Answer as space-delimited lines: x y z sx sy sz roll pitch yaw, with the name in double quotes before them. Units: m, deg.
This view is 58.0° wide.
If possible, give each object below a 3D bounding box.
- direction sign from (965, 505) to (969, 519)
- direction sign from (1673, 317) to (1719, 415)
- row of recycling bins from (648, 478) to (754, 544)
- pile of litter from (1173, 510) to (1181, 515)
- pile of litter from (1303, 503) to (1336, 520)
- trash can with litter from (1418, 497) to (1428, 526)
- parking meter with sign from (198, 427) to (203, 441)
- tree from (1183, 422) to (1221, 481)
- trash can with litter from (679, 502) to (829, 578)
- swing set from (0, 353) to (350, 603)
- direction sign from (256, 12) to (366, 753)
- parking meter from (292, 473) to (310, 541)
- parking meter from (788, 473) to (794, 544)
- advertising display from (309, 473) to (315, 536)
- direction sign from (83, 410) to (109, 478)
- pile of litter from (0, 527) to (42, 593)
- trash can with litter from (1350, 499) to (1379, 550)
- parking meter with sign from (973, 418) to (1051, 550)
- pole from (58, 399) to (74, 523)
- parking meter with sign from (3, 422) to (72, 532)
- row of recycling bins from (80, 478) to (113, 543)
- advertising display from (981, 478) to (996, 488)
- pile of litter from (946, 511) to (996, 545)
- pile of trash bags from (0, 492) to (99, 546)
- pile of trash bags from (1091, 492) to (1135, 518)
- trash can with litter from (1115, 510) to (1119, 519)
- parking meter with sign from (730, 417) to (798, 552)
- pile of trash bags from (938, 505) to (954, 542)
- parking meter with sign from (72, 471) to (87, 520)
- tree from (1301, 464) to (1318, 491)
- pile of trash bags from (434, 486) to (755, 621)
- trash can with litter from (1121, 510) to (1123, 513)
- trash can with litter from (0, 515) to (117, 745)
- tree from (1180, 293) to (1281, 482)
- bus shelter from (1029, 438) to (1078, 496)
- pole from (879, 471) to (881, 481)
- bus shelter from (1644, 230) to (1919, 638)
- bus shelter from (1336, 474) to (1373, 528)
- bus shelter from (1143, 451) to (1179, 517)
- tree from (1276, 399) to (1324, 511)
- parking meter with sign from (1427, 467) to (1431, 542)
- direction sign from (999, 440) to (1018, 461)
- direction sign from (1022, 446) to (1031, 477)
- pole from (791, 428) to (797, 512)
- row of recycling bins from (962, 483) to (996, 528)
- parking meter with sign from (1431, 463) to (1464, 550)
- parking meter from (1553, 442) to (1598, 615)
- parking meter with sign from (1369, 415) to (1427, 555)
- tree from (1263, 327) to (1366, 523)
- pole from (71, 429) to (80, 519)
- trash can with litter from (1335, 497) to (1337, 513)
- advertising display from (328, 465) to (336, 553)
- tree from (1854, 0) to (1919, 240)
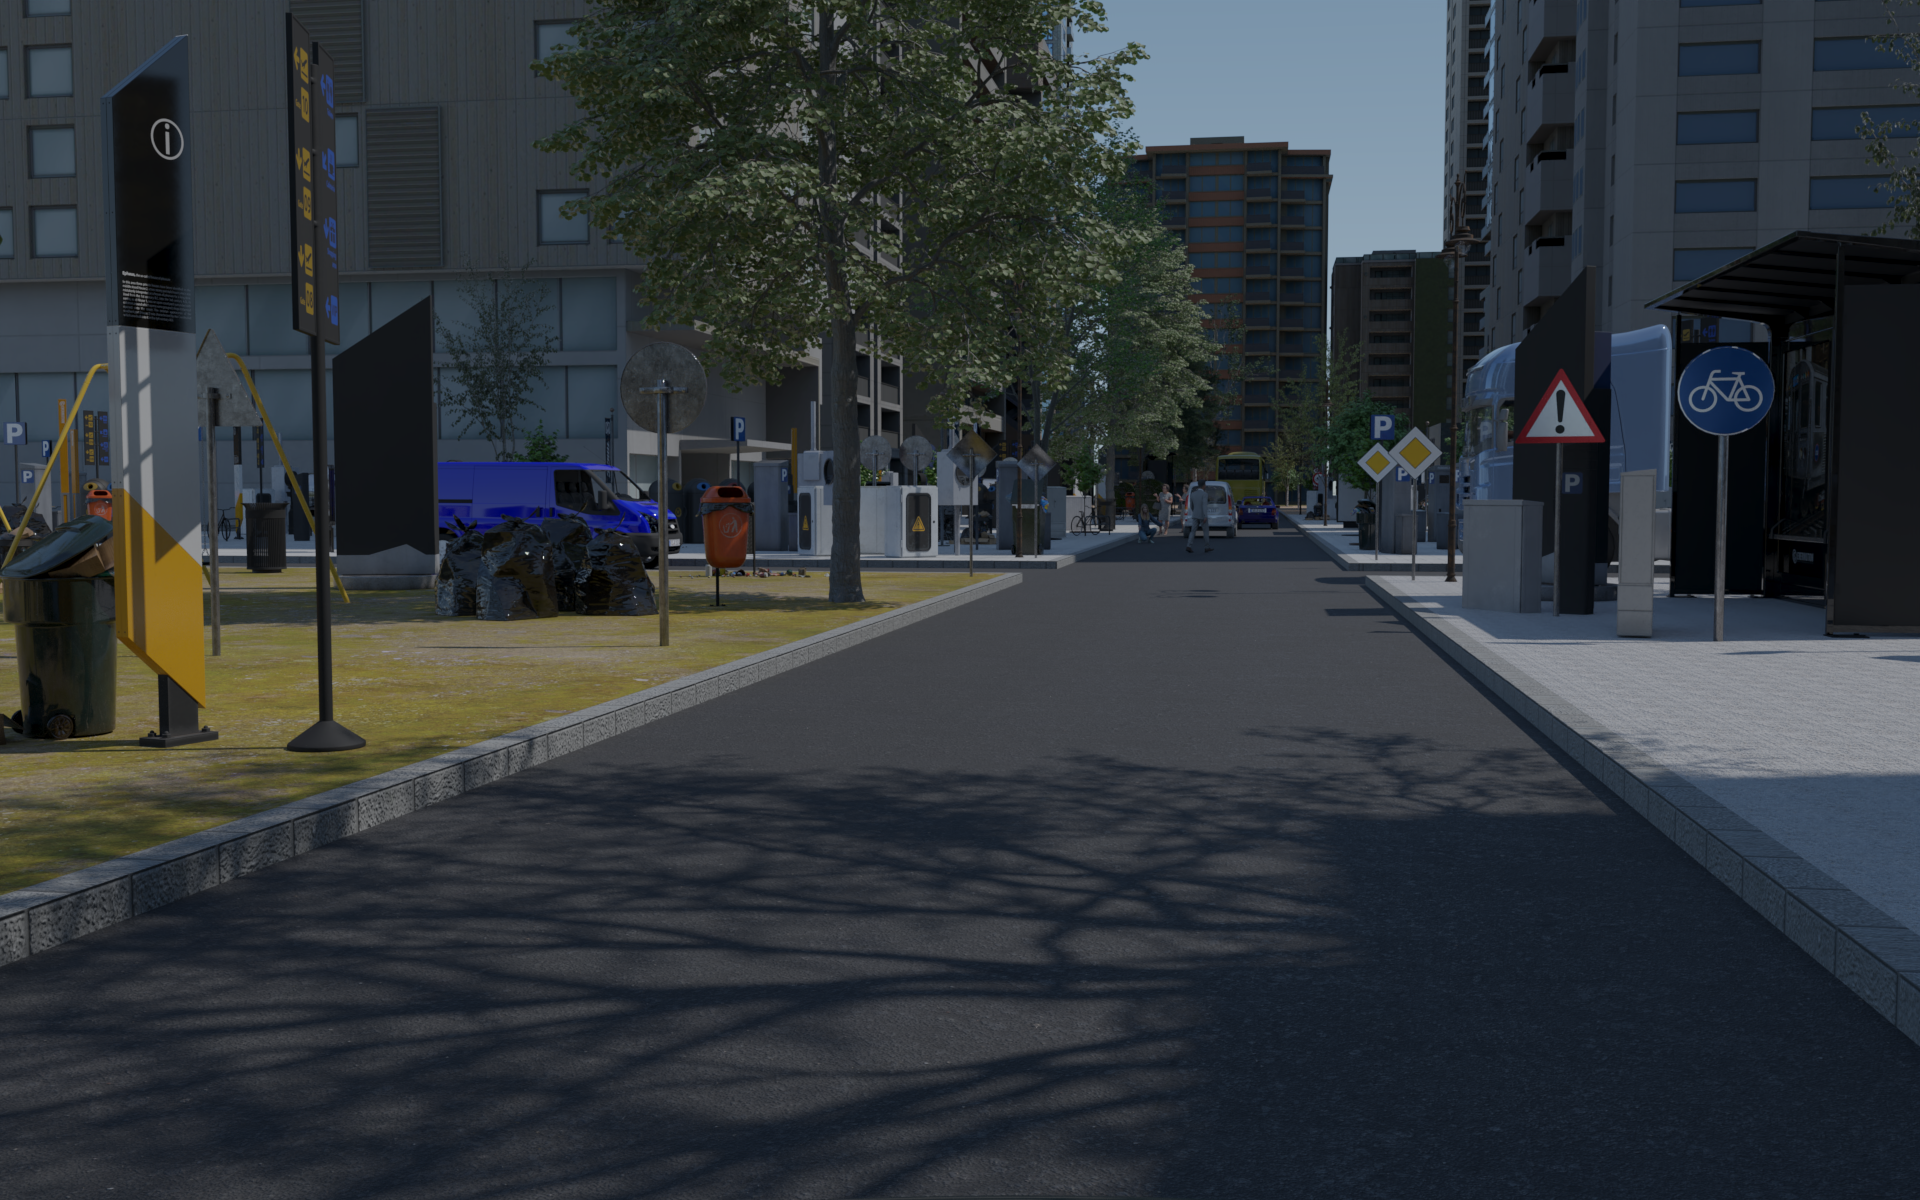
"direction sign" 0.441 -6.041 90.763 0.379 3.537 0.876 -1 4 -12
"direction sign" 9.506 -1.862 22.442 0.379 3.537 0.876 -1 4 -12
"row of recycling bins" -6.386 -2.320 45.052 3.534 1.692 1.069 -2 4 -29
"pile of litter" 13.304 -5.790 108.637 1.176 0.858 1.719 1 4 20
"pile of litter" 17.648 -4.337 84.872 1.719 0.858 1.176 1 4 10
"trash can with litter" 18.218 -3.487 68.398 0.624 1.170 1.055 -2 4 -28
"parking meter with sign" -17.590 -2.649 39.567 0.543 3.016 1.738 -2 4 -25
"tree" 24.749 -13.752 175.204 4.360 8.622 3.978 0 3 0
"trash can with litter" -3.099 -0.969 26.894 2.233 1.210 1.678 1 4 13
"swing set" -9.098 -1.369 20.005 3.119 2.851 2.862 3 4 36
"direction sign" -3.209 -1.020 8.669 0.379 3.537 0.876 0 4 -8
"parking meter" -18.007 -2.545 47.318 0.399 1.863 0.255 1 4 19
"parking meter" -4.365 -2.290 43.154 0.399 1.863 0.255 -3 4 -37
"advertising display" -19.423 -2.917 52.899 0.974 1.923 0.123 0 4 1
"direction sign" -23.514 -3.377 47.212 0.379 3.537 0.876 1 4 15
"pile of litter" -12.442 -0.533 22.678 1.719 0.858 1.176 1 4 11
"trash can with litter" 9.541 -1.738 39.811 1.055 1.170 0.624 -2 4 -33
"parking meter with sign" 1.208 -2.663 39.806 1.738 3.016 0.543 -1 4 -8
"pole" -19.302 -2.660 37.326 0.158 3.312 0.155 0 3 0
"parking meter with sign" -22.832 -2.849 42.849 0.543 3.016 1.738 0 4 3
"row of recycling bins" -21.416 -2.310 44.889 3.534 1.692 1.069 2 4 26
"advertising display" 1.307 -3.949 69.775 0.974 1.923 0.123 -2 4 -25
"pile of litter" 0.473 -1.851 44.226 1.719 0.858 1.176 3 4 37
"pile of trash bags" -21.226 -1.827 39.631 3.447 1.369 1.912 -3 4 -37
"pile of trash bags" 7.752 -5.023 91.877 3.447 1.369 1.912 2 4 28
"trash can with litter" 7.124 -4.409 83.482 0.624 1.170 1.055 1 4 23
"parking meter with sign" -4.250 -2.611 38.955 1.738 3.016 0.543 1 4 21
"pile of trash bags" -1.007 -2.330 47.841 1.912 1.369 3.447 0 4 -8
"parking meter with sign" -28.929 -3.689 56.581 0.543 3.016 1.738 3 4 39
"tree" 22.553 -7.036 109.641 1.663 3.219 1.824 0 3 0
"pile of trash bags" -3.880 -0.558 18.870 3.447 1.369 1.912 -2 4 -29
"trash can with litter" 10.001 -5.968 108.964 0.624 1.170 1.055 1 4 17
"trash can with litter" -4.860 0.146 9.002 0.624 1.170 1.055 3 4 36
"tree" 23.321 -18.832 163.789 12.611 20.169 13.585 0 3 0
"bus shelter" 4.174 -5.063 74.059 1.731 3.624 6.357 1 4 9
"pole" -3.059 -4.361 65.149 0.158 3.312 0.155 0 3 0
"bus shelter" 8.806 -1.657 18.382 1.731 3.624 6.357 1 4 10
"bus shelter" 14.624 -4.226 63.025 2.014 3.302 5.546 1 4 10
"bus shelter" 11.422 -6.539 98.197 1.731 3.624 6.357 1 4 10
"tree" 26.395 -11.231 133.984 4.360 8.622 3.978 0 3 0
"parking meter with sign" 12.887 -3.060 46.284 1.738 3.016 0.543 -1 4 -12
"direction sign" 2.051 -4.920 72.442 0.876 3.537 0.379 0 4 2
"direction sign" 3.070 -5.438 80.906 0.876 3.537 0.379 0 4 3
"pole" -5.125 -3.653 53.573 0.158 3.312 0.155 0 3 0
"row of recycling bins" 1.699 -3.543 65.039 3.534 1.692 1.069 3 5 45
"parking meter with sign" 11.798 -2.702 40.433 1.738 3.016 0.543 -3 5 -41
"parking meter" 6.568 -0.783 18.521 0.399 1.863 0.255 3 5 40
"parking meter with sign" 9.395 -2.512 37.340 0.543 3.016 1.738 0 4 -8
"tree" 16.119 -7.734 76.806 4.737 8.622 4.395 0 3 0
"pole" -27.884 -3.716 54.601 0.158 3.312 0.155 0 3 0
"trash can with litter" 18.385 -4.344 82.413 1.055 1.170 0.624 2 4 33
"advertising display" -13.990 -2.023 38.295 0.123 1.923 0.974 -2 4 -33
"tree" 13.306 -4.383 22.028 4.360 8.622 3.978 0 3 0
